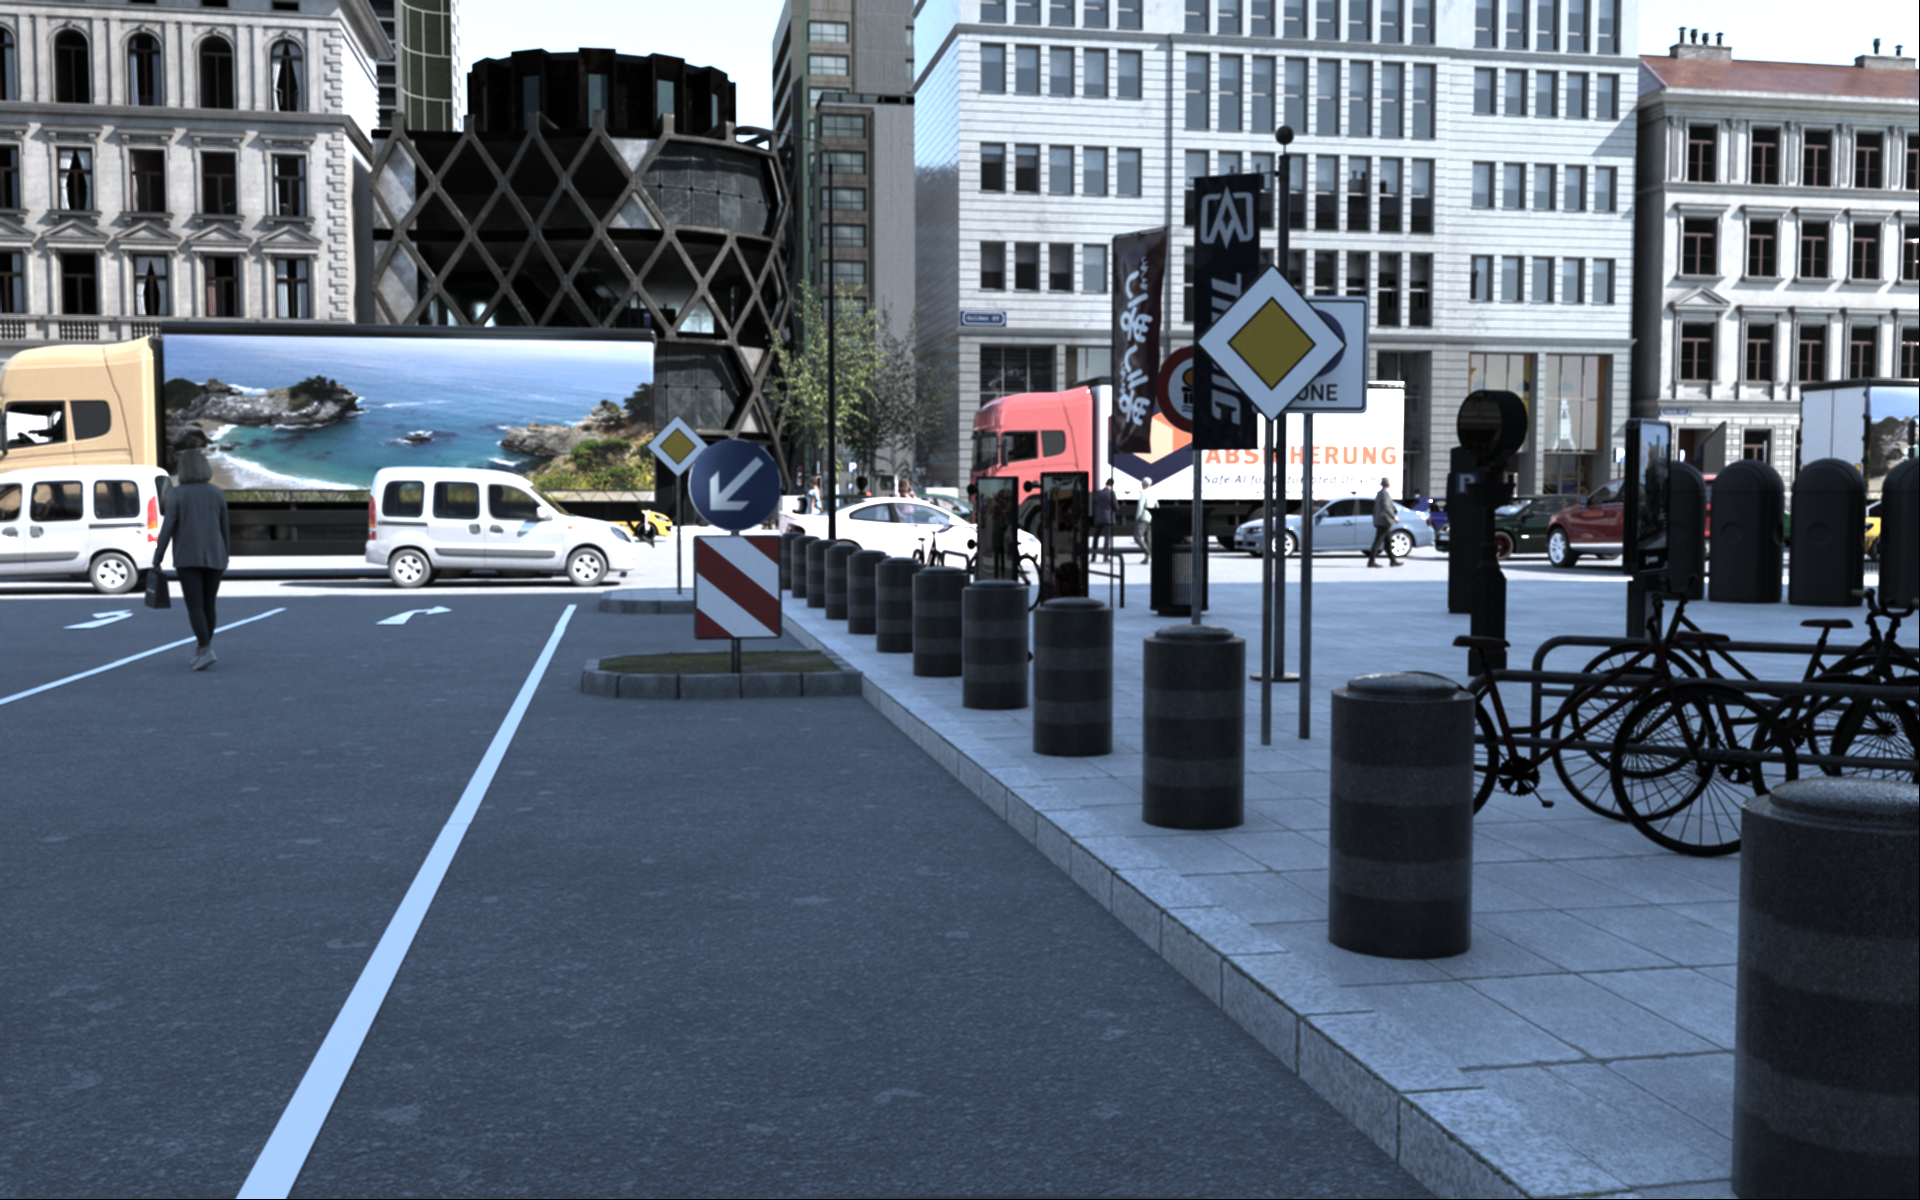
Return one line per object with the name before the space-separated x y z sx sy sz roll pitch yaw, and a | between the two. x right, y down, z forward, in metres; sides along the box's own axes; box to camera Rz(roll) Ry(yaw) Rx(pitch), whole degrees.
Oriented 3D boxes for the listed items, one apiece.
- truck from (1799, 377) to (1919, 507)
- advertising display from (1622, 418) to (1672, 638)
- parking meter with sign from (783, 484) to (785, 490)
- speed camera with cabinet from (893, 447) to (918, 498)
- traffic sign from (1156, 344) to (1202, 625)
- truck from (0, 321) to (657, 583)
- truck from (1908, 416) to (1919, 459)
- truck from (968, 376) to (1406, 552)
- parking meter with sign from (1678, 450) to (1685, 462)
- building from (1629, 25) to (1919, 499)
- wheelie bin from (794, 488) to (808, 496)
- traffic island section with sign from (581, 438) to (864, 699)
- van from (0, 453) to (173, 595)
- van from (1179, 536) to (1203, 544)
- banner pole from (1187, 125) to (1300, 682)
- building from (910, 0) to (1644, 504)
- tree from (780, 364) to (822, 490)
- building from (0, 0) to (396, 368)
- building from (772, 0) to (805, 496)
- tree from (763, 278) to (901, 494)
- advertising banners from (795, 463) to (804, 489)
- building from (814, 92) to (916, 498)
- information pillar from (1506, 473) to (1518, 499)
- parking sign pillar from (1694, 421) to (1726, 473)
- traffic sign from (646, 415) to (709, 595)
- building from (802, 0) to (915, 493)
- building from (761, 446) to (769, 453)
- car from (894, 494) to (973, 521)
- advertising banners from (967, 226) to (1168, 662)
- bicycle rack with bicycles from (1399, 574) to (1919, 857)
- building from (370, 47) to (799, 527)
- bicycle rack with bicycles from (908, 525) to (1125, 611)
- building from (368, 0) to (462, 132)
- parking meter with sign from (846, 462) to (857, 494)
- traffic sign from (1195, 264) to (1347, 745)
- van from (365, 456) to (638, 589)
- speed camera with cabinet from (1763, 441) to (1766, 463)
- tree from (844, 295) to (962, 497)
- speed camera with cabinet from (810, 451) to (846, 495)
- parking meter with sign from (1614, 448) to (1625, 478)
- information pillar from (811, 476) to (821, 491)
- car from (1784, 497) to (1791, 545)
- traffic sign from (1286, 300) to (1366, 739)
truck | 26.990 -3.365 43.924 11.283 4.237 2.839 -1 4 -12
advertising display | 5.988 -0.605 15.100 0.123 1.923 0.974 3 4 37
parking meter with sign | -11.501 -7.177 113.611 0.543 3.016 1.738 -1 4 -22
speed camera with cabinet | -2.303 -4.789 72.641 0.660 3.252 2.038 -1 4 -17
traffic sign | 2.025 -0.897 14.776 0.768 2.556 0.104 0 4 -5
truck | -10.896 -2.490 29.628 11.283 4.237 2.839 -1 4 -10
truck | 22.807 -2.298 33.504 9.791 3.379 3.469 -1 4 -9
truck | 5.250 -3.299 42.845 11.283 4.237 2.839 -1 4 -12
parking meter with sign | 27.783 -4.439 68.845 1.738 3.016 0.543 3 5 39
building | 38.652 -14.950 80.587 21.152 22.565 11.583 -1 4 -11
wheelie bin | -8.849 -5.411 96.377 0.693 1.594 0.980 -3 5 -42
traffic island section with sign | -1.841 -0.272 13.074 1.989 1.847 2.006 -1 4 -11
van | -13.550 -1.106 25.095 4.112 2.044 2.013 -1 4 -12
van | 7.699 -2.635 50.088 4.112 2.044 2.013 -1 4 -12
banner pole | 1.992 -1.342 11.961 0.863 3.779 0.401 1 4 21
building | 13.431 -18.296 76.626 29.804 29.767 11.434 -1 4 -11
tree | -8.982 -8.613 91.187 4.360 8.622 3.978 0 3 0
building | -32.893 -14.586 67.355 19.941 23.489 11.050 -1 4 -11
building | -5.860 -32.859 160.951 21.300 48.544 21.600 -1 4 -11
tree | -4.387 -6.593 58.164 4.737 8.622 4.395 0 3 0
advertising banners | -9.751 -6.197 97.506 2.074 3.025 0.090 1 4 18
building | -4.010 -21.855 129.029 14.160 30.474 14.107 -1 4 -11
information pillar | 19.464 -3.464 61.129 0.304 2.012 0.304 2 4 33
parking sign pillar | 27.674 -4.618 63.971 1.447 3.967 1.447 -2 4 -32
traffic sign | -3.590 -1.127 22.076 0.795 2.450 0.064 -1 4 -11
building | -6.045 -28.076 142.637 14.154 41.232 14.086 -1 4 -11
building | -37.516 -35.420 233.741 28.867 44.769 22.147 -1 4 -11
car | -0.571 -2.245 48.503 4.920 1.459 2.131 -1 4 -12
advertising banners | 0.719 -0.981 12.222 0.090 3.025 2.074 -3 4 -38
bicycle rack with bicycles | 3.210 0.399 6.852 2.925 0.926 2.852 2 4 28
building | -15.473 -12.649 74.256 16.811 18.784 16.820 -1 4 -11
bicycle rack with bicycles | 0.706 -0.407 20.044 2.852 0.926 2.925 -1 4 -9
building | -76.061 -48.139 225.329 20.611 71.187 20.563 -1 4 -11
parking meter with sign | -6.050 -6.090 95.826 0.543 3.016 1.738 -1 4 -12
traffic sign | 1.563 -0.465 8.792 0.795 2.450 0.064 -1 4 -10
van | -7.154 -1.235 27.198 4.112 2.044 2.013 -1 4 -10
speed camera with cabinet | 29.303 -4.308 64.767 0.660 3.252 2.038 -2 4 -32
tree | -2.182 -7.017 65.094 4.360 8.622 3.978 0 3 0
speed camera with cabinet | -6.090 -5.237 79.956 0.660 3.252 2.038 2 4 31
parking meter with sign | 25.238 -4.177 64.563 0.543 3.016 1.738 -2 4 -29
information pillar | -5.886 -4.060 70.878 0.304 2.012 0.304 2 4 32
car | 22.071 -2.188 47.573 4.920 1.459 2.131 -1 4 -10
traffic sign | 1.808 -0.422 9.022 0.606 2.300 0.079 0 4 -6
